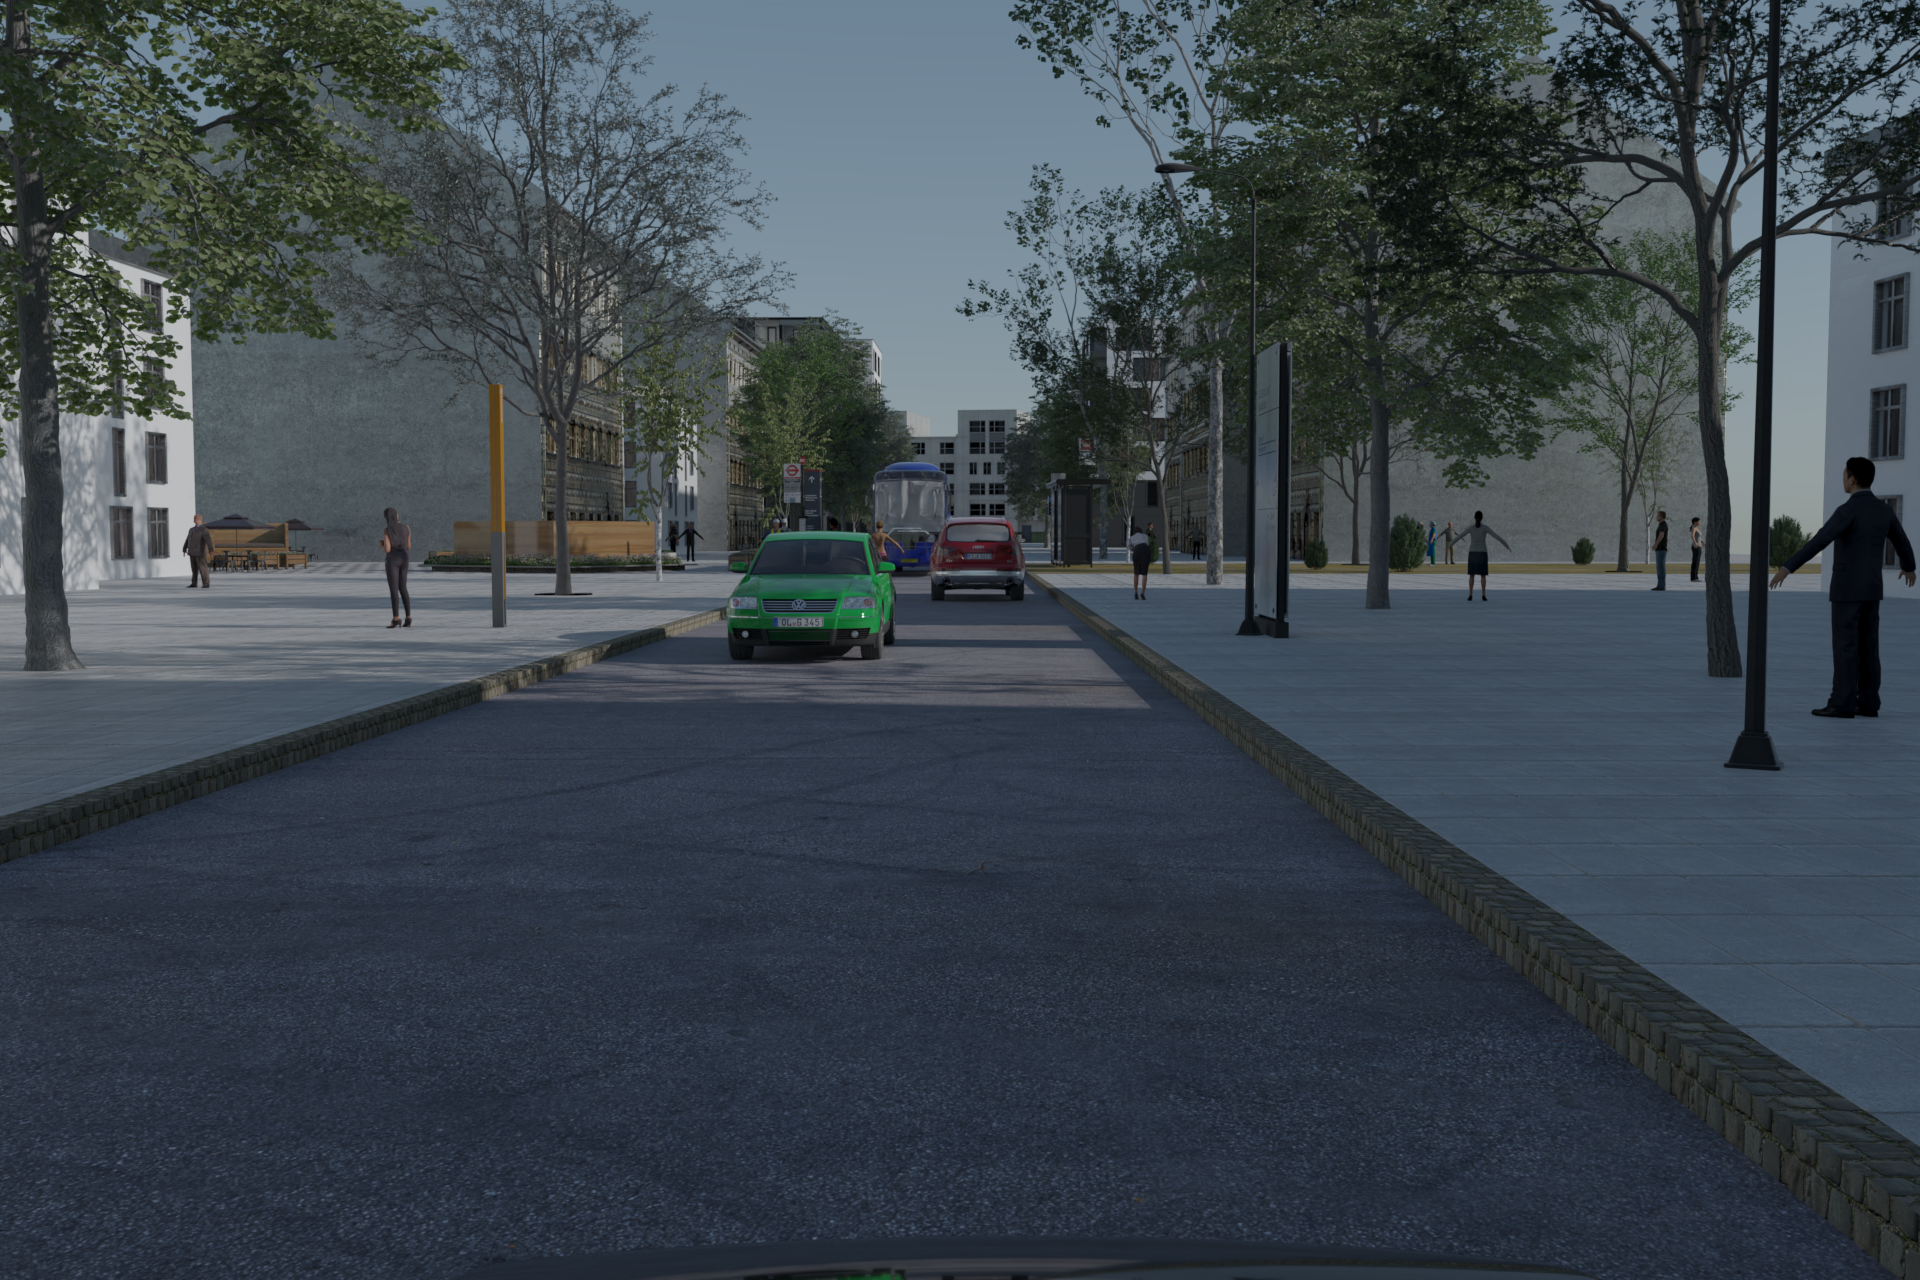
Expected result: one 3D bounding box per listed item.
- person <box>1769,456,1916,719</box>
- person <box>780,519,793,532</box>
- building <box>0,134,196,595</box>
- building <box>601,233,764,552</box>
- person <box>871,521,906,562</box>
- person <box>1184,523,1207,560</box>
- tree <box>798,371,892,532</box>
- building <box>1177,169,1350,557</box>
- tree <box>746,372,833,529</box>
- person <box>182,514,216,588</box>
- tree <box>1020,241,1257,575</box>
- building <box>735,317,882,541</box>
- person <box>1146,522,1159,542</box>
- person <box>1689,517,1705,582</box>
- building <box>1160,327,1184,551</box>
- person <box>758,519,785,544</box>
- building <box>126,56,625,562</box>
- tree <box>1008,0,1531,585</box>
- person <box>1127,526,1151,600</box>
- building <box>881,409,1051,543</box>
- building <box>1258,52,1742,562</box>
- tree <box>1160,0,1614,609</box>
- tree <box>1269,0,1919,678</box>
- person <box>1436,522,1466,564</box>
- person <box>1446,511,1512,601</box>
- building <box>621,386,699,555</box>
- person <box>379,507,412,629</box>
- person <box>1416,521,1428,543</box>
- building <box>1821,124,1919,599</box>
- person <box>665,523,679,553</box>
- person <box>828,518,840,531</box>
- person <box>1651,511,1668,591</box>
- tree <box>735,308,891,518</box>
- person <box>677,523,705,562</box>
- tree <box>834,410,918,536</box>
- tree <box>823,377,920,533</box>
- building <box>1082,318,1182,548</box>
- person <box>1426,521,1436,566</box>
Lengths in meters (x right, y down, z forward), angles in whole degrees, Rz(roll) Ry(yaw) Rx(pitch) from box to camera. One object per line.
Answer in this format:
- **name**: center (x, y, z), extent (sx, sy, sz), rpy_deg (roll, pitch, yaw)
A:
- **person**: center (6.261, -0.373, 12.147), extent (1.345, 1.823, 0.704), rpy_deg (-1, 4, -22)
- **person**: center (-6.466, -3.542, 63.772), extent (1.347, 1.847, 0.705), rpy_deg (0, 4, -2)
- **building**: center (-24.555, -6.000, 40.254), extent (9.099, 9.664, 28.070), rpy_deg (0, 4, 0)
- **building**: center (-25.901, -18.599, 135.016), extent (19.493, 23.208, 18.063), rpy_deg (0, 4, 1)
- **person**: center (-1.853, -1.868, 39.807), extent (1.217, 1.733, 0.721), rpy_deg (0, 4, -4)
- **person**: center (11.808, -4.911, 86.427), extent (1.348, 1.813, 0.705), rpy_deg (1, 4, 18)
- **tree**: center (-8.071, -12.088, 115.764), extent (7.486, 12.596, 7.792), rpy_deg (0, 3, 0)
- **building**: center (23.989, -16.868, 106.727), extent (19.493, 23.208, 18.063), rpy_deg (0, 4, 1)
- **tree**: center (-7.965, -7.897, 79.484), extent (4.737, 8.622, 4.395), rpy_deg (0, 3, 0)
- **person**: center (-18.103, -2.112, 41.123), extent (0.990, 1.755, 0.434), rpy_deg (2, 4, 26)
- **tree**: center (6.414, -7.375, 55.000), extent (8.767, 10.594, 7.601), rpy_deg (-2, 4, -35)
- **building**: center (-23.071, -20.530, 179.632), extent (27.936, 21.610, 32.646), rpy_deg (0, 4, 1)
- **person**: center (8.960, -4.614, 81.370), extent (0.705, 1.837, 1.347), rpy_deg (2, 4, 30)
- **person**: center (19.845, -2.428, 46.507), extent (0.721, 1.737, 1.217), rpy_deg (2, 4, 33)
- **building**: center (25.913, -18.393, 131.650), extent (19.493, 23.208, 18.063), rpy_deg (0, 4, 0)
- **person**: center (-5.969, -3.029, 55.990), extent (1.216, 1.772, 0.721), rpy_deg (1, 4, 17)
- **building**: center (-27.984, -15.644, 86.710), extent (19.493, 23.208, 18.063), rpy_deg (0, 4, 0)
- **tree**: center (7.717, -11.417, 42.561), extent (12.611, 20.169, 13.585), rpy_deg (0, 3, 0)
- **person**: center (3.534, -1.509, 33.908), extent (0.628, 1.438, 0.799), rpy_deg (-2, 4, -31)
- **building**: center (1.139, -23.493, 253.026), extent (31.486, 18.905, 16.747), rpy_deg (1, 4, 10)
- **building**: center (26.046, -15.753, 88.486), extent (19.493, 23.208, 18.063), rpy_deg (0, 4, 1)
- **tree**: center (6.889, -6.827, 29.741), extent (7.486, 12.596, 7.792), rpy_deg (0, 3, 0)
- **tree**: center (6.624, -4.960, 15.502), extent (7.601, 10.594, 8.767), rpy_deg (2, 4, 35)
- **person**: center (20.810, -4.115, 73.548), extent (1.348, 1.796, 0.705), rpy_deg (0, 4, -4)
- **person**: center (9.963, -1.619, 33.294), extent (1.217, 1.735, 0.721), rpy_deg (1, 4, 19)
- **building**: center (-21.426, -10.399, 112.173), extent (9.099, 9.664, 28.070), rpy_deg (0, 4, 0)
- **person**: center (-7.702, -0.985, 23.620), extent (0.415, 1.643, 0.593), rpy_deg (-1, 4, -9)
- **person**: center (20.571, -4.386, 77.475), extent (0.705, 1.858, 1.354), rpy_deg (2, 4, 35)
- **building**: center (23.316, -5.014, 24.127), extent (9.099, 9.664, 28.070), rpy_deg (0, 4, 1)
- **person**: center (-14.507, -4.994, 87.427), extent (0.705, 1.856, 1.354), rpy_deg (-2, 4, -34)
- **person**: center (-4.402, -3.282, 59.799), extent (0.704, 1.843, 1.345), rpy_deg (3, 4, 37)
- **person**: center (15.900, -2.027, 39.357), extent (0.705, 1.803, 1.348), rpy_deg (2, 4, 27)
- **tree**: center (-8.653, -11.761, 98.945), extent (9.857, 13.997, 8.962), rpy_deg (0, 3, 0)
- **person**: center (-12.531, -4.546, 80.558), extent (1.346, 1.802, 0.704), rpy_deg (-1, 4, -19)
- **tree**: center (-8.145, -15.208, 155.310), extent (9.857, 13.997, 8.962), rpy_deg (0, 3, 0)
- **tree**: center (-7.902, -13.794, 135.904), extent (12.009, 13.543, 11.850), rpy_deg (0, 3, 0)
- **building**: center (26.413, -20.554, 180.035), extent (27.936, 21.610, 32.646), rpy_deg (0, 4, 1)
- **person**: center (19.019, -3.897, 69.846), extent (0.704, 1.817, 1.347), rpy_deg (1, 4, 11)
